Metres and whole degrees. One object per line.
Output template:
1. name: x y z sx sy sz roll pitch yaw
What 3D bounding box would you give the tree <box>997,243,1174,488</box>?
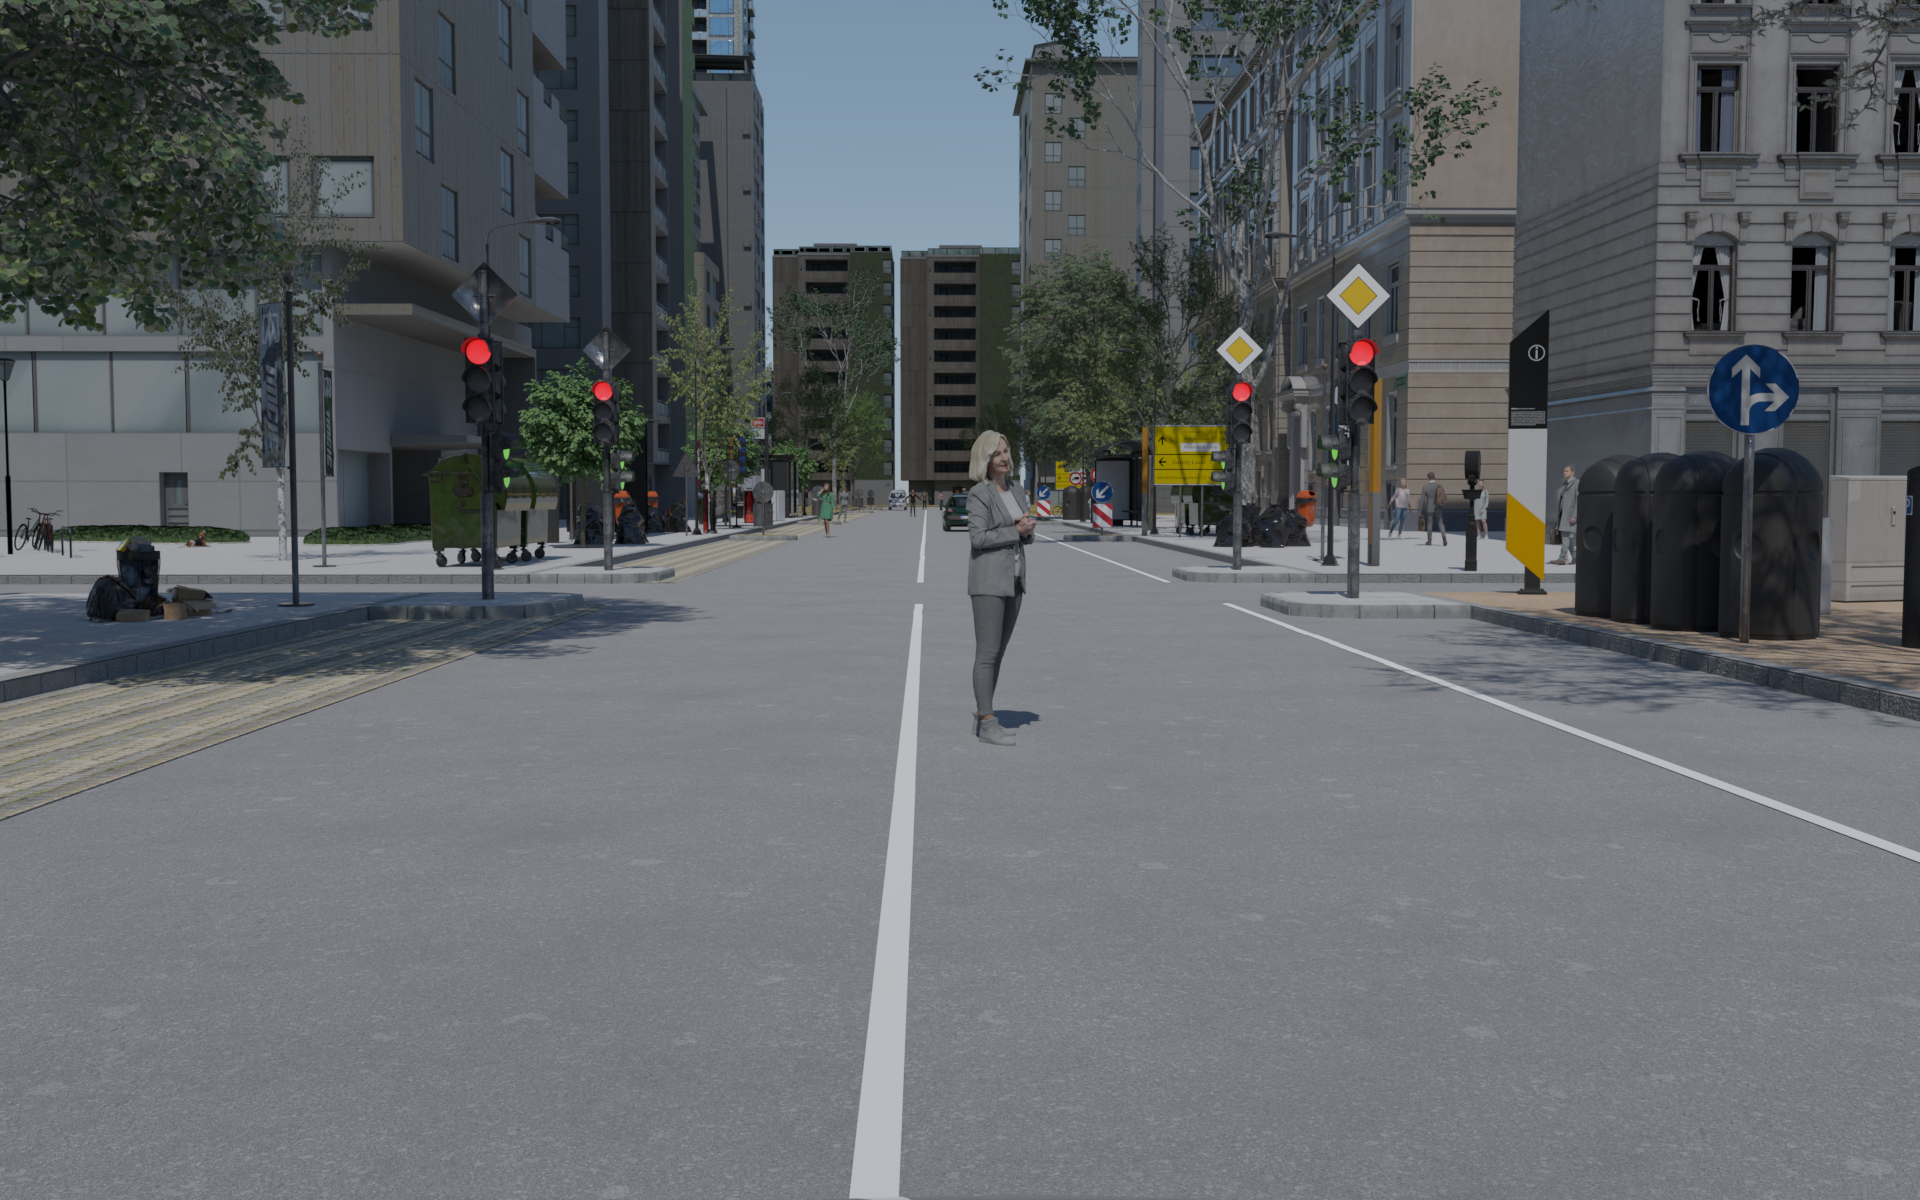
1. tree: 6.750 -11.093 88.026 9.857 13.997 8.962 0 3 0

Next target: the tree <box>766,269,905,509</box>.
1. tree: -8.989 -17.615 143.894 12.611 20.169 13.585 0 3 0

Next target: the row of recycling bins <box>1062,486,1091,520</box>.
1. row of recycling bins: 6.584 -4.847 86.363 3.534 1.692 1.069 -3 5 -39

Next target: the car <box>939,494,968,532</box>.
1. car: 0.211 -3.512 67.207 2.009 1.686 4.222 0 4 -2

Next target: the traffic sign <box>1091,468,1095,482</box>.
1. traffic sign: 6.432 -4.897 80.174 0.768 2.556 0.104 1 4 9

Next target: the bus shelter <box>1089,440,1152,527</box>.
1. bus shelter: 6.278 -4.502 67.533 2.014 3.302 5.546 0 4 -1

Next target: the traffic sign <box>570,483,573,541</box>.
1. traffic sign: -10.667 -2.906 47.516 0.884 2.594 0.081 0 4 7

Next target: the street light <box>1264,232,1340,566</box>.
1. street light: 6.083 -3.565 30.821 1.470 5.913 1.316 0 4 -1

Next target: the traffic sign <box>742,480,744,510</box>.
1. traffic sign: -11.028 -5.405 88.481 0.768 2.556 0.104 0 4 7

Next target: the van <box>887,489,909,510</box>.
1. van: -5.630 -9.162 156.811 2.013 2.044 4.112 0 4 -1

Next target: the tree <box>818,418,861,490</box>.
1. tree: -11.101 -12.921 161.628 4.737 8.622 4.395 0 3 0

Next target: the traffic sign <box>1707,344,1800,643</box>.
1. traffic sign: 6.762 -0.902 14.859 0.768 2.556 0.104 0 4 4

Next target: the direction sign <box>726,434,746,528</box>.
1. direction sign: -8.458 -4.493 65.465 0.876 3.537 0.379 -3 5 -41

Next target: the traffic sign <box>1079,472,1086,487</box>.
1. traffic sign: 7.046 -6.113 100.056 0.768 2.556 0.104 0 4 7

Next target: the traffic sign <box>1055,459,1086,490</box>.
1. traffic sign: 6.682 -6.558 101.091 2.265 3.308 0.079 0 4 8

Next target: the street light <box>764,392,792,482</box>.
1. street light: -8.350 -6.514 79.043 1.470 5.913 1.316 0 4 -1

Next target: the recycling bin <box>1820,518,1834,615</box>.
1. recycling bin: 8.817 -0.366 18.532 0.722 1.027 0.722 -3 4 -38

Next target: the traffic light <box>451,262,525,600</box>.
1. traffic light: -5.737 -1.962 21.001 0.839 4.253 0.868 0 4 -1

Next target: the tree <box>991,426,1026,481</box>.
1. tree: 5.095 -14.011 179.445 4.360 8.622 3.978 0 3 0

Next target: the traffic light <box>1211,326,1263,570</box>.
1. traffic light: 4.670 -2.464 29.201 0.839 4.253 0.868 0 4 -1

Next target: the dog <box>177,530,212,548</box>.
1. dog: -18.512 -1.476 41.867 0.748 0.427 0.550 -1 4 -18

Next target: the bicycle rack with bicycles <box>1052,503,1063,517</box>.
1. bicycle rack with bicycles: 6.583 -5.057 96.068 2.925 0.926 2.852 0 4 1

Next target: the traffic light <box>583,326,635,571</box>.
1. traffic light: -5.889 -2.450 28.985 0.839 4.253 0.868 0 4 -1

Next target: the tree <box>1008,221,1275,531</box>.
1. tree: 6.647 -7.697 60.256 8.767 10.594 7.601 1 4 10

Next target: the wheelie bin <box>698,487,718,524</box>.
1. wheelie bin: -10.750 -4.003 73.357 0.693 1.594 0.980 3 5 42

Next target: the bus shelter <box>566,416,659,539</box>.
1. bus shelter: -10.362 -3.714 52.012 1.731 3.624 6.357 0 4 -1

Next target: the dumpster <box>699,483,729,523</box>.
1. dumpster: -11.068 -4.422 78.055 1.264 1.857 1.865 0 4 -1

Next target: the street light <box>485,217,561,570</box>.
1. street light: -7.388 -3.465 29.199 1.470 5.913 1.316 0 4 -1

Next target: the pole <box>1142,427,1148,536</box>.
1. pole: 5.660 -3.617 52.979 0.158 3.312 0.155 0 3 0

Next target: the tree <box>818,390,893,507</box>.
1. tree: -10.614 -15.099 172.619 9.928 11.665 9.643 0 3 0

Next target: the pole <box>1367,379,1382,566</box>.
1. pole: 7.349 -2.253 30.684 0.158 3.312 0.155 0 3 0

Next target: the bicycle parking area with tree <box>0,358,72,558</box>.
1. bicycle parking area with tree: -22.417 -2.962 35.433 8.231 4.147 9.016 -1 4 -19

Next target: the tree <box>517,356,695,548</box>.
1. tree: -9.035 -3.523 41.321 4.285 4.588 4.351 0 3 0

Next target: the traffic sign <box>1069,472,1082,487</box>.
1. traffic sign: 6.643 -6.083 99.556 0.768 2.556 0.104 0 4 6

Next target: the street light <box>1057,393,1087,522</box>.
1. street light: 5.135 -6.558 79.769 1.470 5.913 1.316 0 4 -1

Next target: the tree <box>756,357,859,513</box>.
1. tree: -10.284 -11.166 116.983 7.601 10.594 8.767 0 4 -7

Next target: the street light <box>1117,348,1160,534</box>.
1. street light: 5.693 -5.065 55.359 1.470 5.913 1.316 0 4 -1

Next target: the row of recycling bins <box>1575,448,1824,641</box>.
1. row of recycling bins: 7.054 -0.594 16.818 1.069 1.692 3.534 0 4 -7

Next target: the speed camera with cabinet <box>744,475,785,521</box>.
1. speed camera with cabinet: -9.300 -5.386 82.397 2.038 3.252 0.660 2 4 31

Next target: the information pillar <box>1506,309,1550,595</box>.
1. information pillar: 7.231 -1.877 22.040 0.504 3.616 0.183 1 4 10

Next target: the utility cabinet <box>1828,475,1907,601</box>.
1. utility cabinet: 10.928 -0.732 20.641 1.173 1.500 0.318 -1 4 -18

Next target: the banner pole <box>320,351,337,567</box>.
1. banner pole: -11.199 -2.483 30.615 0.401 3.779 0.863 0 4 -2

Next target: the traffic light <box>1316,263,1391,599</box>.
1. traffic light: 4.822 -1.975 21.217 0.839 4.253 0.868 0 4 -1

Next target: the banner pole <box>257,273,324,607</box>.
1. banner pole: -7.804 -1.828 19.904 0.863 3.779 0.401 3 4 38

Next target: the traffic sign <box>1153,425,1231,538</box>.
1. traffic sign: 6.806 -3.490 50.933 2.265 3.308 0.079 0 4 0

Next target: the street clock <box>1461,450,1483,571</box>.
1. street clock: 8.511 -1.482 28.796 0.358 2.002 0.471 1 4 21

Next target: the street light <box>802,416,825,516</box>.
1. street light: -8.748 -8.007 103.455 1.470 5.913 1.316 0 4 -1

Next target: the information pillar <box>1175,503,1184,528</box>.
1. information pillar: 8.243 -3.696 64.926 0.304 2.012 0.304 1 4 19

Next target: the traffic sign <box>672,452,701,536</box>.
1. traffic sign: -8.361 -3.236 52.915 0.884 2.594 0.081 0 4 4

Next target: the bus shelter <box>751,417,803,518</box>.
1. bus shelter: -9.851 -7.059 93.044 2.179 5.291 8.768 0 4 -1

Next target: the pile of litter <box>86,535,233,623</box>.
1. pile of litter: -8.332 -0.251 18.062 1.176 0.858 1.719 2 4 32

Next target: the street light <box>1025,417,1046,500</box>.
1. street light: 4.603 -8.051 104.179 1.470 5.913 1.316 0 4 -1

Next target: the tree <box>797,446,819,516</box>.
1. tree: -9.825 -7.153 100.669 4.285 4.588 4.351 0 3 0

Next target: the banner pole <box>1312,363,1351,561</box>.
1. banner pole: 7.208 -2.643 33.236 0.863 3.779 0.401 0 4 -2

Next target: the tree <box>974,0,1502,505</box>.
1. tree: 6.740 -11.431 42.780 12.611 20.169 13.585 0 3 0

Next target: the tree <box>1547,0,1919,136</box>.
1. tree: 7.855 -6.018 8.769 12.009 13.543 11.850 0 3 0

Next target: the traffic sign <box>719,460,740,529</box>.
1. traffic sign: -8.554 -3.927 64.314 0.768 2.556 0.104 0 4 1

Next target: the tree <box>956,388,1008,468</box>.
1. tree: 5.300 -11.367 120.255 7.601 10.594 8.767 -2 4 -31

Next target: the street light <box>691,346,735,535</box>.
1. street light: -7.781 -5.020 54.616 1.470 5.913 1.316 0 4 -1

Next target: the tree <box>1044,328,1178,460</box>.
1. tree: 5.934 -7.539 73.621 4.737 8.622 4.395 0 3 0
